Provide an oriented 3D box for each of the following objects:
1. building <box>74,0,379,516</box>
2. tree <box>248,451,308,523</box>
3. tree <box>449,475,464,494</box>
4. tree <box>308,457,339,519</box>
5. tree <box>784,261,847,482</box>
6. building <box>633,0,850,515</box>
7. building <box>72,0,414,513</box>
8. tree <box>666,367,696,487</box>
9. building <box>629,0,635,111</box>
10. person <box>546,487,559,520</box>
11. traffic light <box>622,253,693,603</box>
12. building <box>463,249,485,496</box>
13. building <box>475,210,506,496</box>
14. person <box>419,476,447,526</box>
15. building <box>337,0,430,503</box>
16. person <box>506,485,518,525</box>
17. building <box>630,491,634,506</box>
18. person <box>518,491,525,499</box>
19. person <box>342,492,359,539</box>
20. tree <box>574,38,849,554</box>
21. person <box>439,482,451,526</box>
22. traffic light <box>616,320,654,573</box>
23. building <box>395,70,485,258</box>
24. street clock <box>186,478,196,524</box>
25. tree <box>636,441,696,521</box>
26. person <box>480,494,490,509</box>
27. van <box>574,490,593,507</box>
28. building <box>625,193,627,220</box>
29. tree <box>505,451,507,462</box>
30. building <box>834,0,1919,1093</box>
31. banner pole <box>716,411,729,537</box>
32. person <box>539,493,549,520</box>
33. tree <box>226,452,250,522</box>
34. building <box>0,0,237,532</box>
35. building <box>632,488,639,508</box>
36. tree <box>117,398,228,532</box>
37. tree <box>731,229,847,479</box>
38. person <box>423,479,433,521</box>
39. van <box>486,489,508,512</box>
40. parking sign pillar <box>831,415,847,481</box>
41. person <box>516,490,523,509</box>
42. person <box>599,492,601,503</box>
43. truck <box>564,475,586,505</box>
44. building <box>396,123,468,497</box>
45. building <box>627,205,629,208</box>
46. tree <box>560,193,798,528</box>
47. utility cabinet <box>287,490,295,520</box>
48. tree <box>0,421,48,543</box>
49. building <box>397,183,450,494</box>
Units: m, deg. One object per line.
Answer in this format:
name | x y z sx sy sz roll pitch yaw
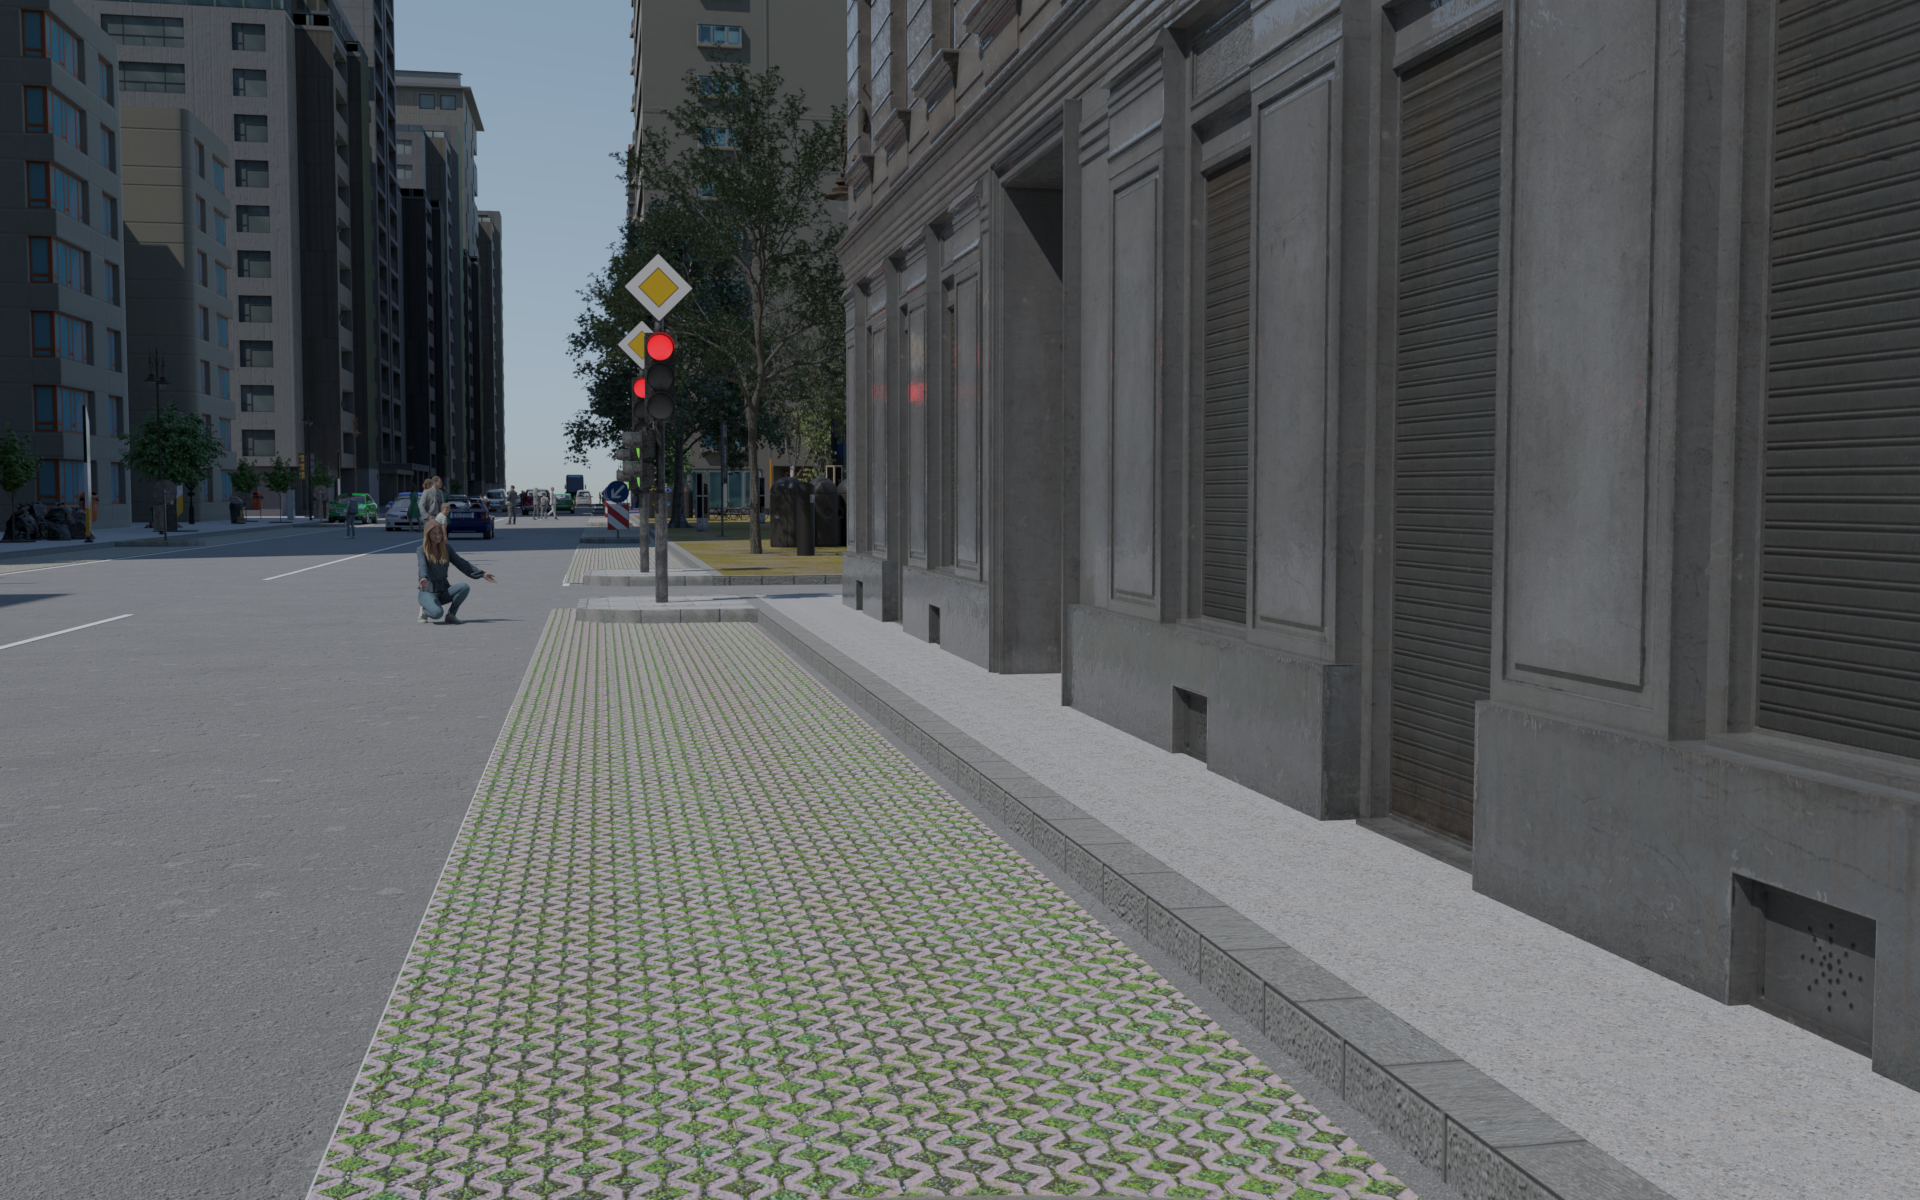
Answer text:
building | -43.420 -20.331 104.112 14.160 30.474 14.107 -1 4 -12
tree | -30.451 -5.062 77.371 1.663 3.219 1.824 0 3 0
tree | -50.702 -11.004 174.509 1.663 3.219 1.824 0 3 0
tree | -33.712 -5.892 90.932 1.663 3.219 1.824 0 3 0
tree | -3.316 -6.292 53.242 4.737 8.622 4.395 0 3 0
building | -10.506 -30.044 114.926 21.300 48.544 21.600 -1 4 -12
building | -55.880 -26.247 121.024 32.217 40.220 23.993 -1 4 -12
tree | -15.863 -8.752 93.465 4.360 8.622 3.978 0 3 0
building | -15.200 -29.697 140.175 22.147 44.769 28.867 -1 4 -12
person | -22.931 -5.438 97.296 0.818 1.842 0.514 -2 4 -29
traffic light | -3.545 -1.923 20.368 0.839 4.253 0.868 -1 4 -12
building | -63.034 -26.237 200.682 14.160 30.474 14.107 -1 4 -12
building | -71.321 -34.149 241.922 14.154 41.232 14.086 -1 4 -12
person | -11.094 -1.709 36.541 0.391 1.810 0.635 1 4 17
building | -55.451 -43.098 142.902 20.563 71.187 20.611 -1 4 -12
person | -21.143 -4.476 81.482 0.447 1.846 0.655 2 4 30
building | -30.044 -25.839 194.173 14.160 30.474 14.107 -1 4 -12
person | -40.924 -9.387 162.705 1.217 1.736 0.721 0 4 -1
person | -19.621 -2.730 55.738 0.523 1.515 0.503 -1 4 -16
tree | -4.641 -6.250 36.594 7.601 10.594 8.767 -3 5 -40
person | -14.415 -2.401 47.996 0.600 1.795 0.529 -1 4 -16
traffic light | -5.170 -2.402 28.187 0.839 4.253 0.868 -1 4 -12
building | -75.275 -38.503 218.758 28.713 52.752 27.495 -1 4 -12
street clock | -32.643 -4.218 73.537 0.471 2.002 0.358 -3 5 -39
tree | -14.261 -6.016 82.076 4.285 4.588 4.351 0 3 0
person | -28.517 -5.638 103.874 0.628 1.438 0.799 0 4 0
van | -40.949 -11.096 188.425 2.013 2.044 4.112 -1 4 -13
building | -30.169 -34.316 215.696 22.147 44.769 28.867 -1 4 -12
tree | -68.342 -18.568 253.952 4.360 8.622 3.978 0 3 0
building | 5.027 -9.947 11.781 9.793 20.994 18.267 -1 4 -12
banner pole | -7.107 -3.800 52.149 0.401 3.779 0.863 -1 4 -22
person | -22.673 -5.088 94.282 0.523 1.515 0.503 2 4 24
tree | -33.130 -5.226 80.044 1.663 3.219 1.824 0 3 0
building | -46.999 -13.747 69.795 27.650 21.520 28.899 -1 4 -12
building | -15.462 -29.112 167.854 32.217 40.220 23.993 -1 4 -12
tree | -26.782 -4.613 59.138 4.285 4.588 4.351 0 3 0
tree | -4.589 -5.970 47.977 4.360 8.622 3.978 0 3 0
person | -12.443 -1.973 41.039 0.573 1.790 0.520 -2 4 -30
van | -36.716 -7.944 136.891 2.013 2.044 4.112 -1 4 -11
parking sign pillar | -3.860 -4.297 58.720 1.447 3.967 1.447 2 4 28
person | -41.998 -9.639 166.174 1.350 1.814 0.705 -2 4 -25
person | -49.634 -14.071 239.236 0.721 1.739 1.217 -2 4 -35
truck | -51.856 -14.842 232.420 2.967 4.110 18.799 -1 4 -11
building | -60.881 -30.703 185.583 14.154 41.232 14.086 -1 4 -12
building | -35.539 -38.268 245.288 23.786 49.044 30.456 -1 4 -12
tree | -10.586 -9.083 65.510 9.611 12.733 9.660 0 3 0
utility cabinet | -33.378 -4.756 86.437 0.318 1.500 1.173 -1 4 -17
tree | -25.253 -3.135 45.858 1.663 3.219 1.824 0 3 0
building | -55.794 -23.857 161.769 14.160 30.474 14.107 -1 4 -12
